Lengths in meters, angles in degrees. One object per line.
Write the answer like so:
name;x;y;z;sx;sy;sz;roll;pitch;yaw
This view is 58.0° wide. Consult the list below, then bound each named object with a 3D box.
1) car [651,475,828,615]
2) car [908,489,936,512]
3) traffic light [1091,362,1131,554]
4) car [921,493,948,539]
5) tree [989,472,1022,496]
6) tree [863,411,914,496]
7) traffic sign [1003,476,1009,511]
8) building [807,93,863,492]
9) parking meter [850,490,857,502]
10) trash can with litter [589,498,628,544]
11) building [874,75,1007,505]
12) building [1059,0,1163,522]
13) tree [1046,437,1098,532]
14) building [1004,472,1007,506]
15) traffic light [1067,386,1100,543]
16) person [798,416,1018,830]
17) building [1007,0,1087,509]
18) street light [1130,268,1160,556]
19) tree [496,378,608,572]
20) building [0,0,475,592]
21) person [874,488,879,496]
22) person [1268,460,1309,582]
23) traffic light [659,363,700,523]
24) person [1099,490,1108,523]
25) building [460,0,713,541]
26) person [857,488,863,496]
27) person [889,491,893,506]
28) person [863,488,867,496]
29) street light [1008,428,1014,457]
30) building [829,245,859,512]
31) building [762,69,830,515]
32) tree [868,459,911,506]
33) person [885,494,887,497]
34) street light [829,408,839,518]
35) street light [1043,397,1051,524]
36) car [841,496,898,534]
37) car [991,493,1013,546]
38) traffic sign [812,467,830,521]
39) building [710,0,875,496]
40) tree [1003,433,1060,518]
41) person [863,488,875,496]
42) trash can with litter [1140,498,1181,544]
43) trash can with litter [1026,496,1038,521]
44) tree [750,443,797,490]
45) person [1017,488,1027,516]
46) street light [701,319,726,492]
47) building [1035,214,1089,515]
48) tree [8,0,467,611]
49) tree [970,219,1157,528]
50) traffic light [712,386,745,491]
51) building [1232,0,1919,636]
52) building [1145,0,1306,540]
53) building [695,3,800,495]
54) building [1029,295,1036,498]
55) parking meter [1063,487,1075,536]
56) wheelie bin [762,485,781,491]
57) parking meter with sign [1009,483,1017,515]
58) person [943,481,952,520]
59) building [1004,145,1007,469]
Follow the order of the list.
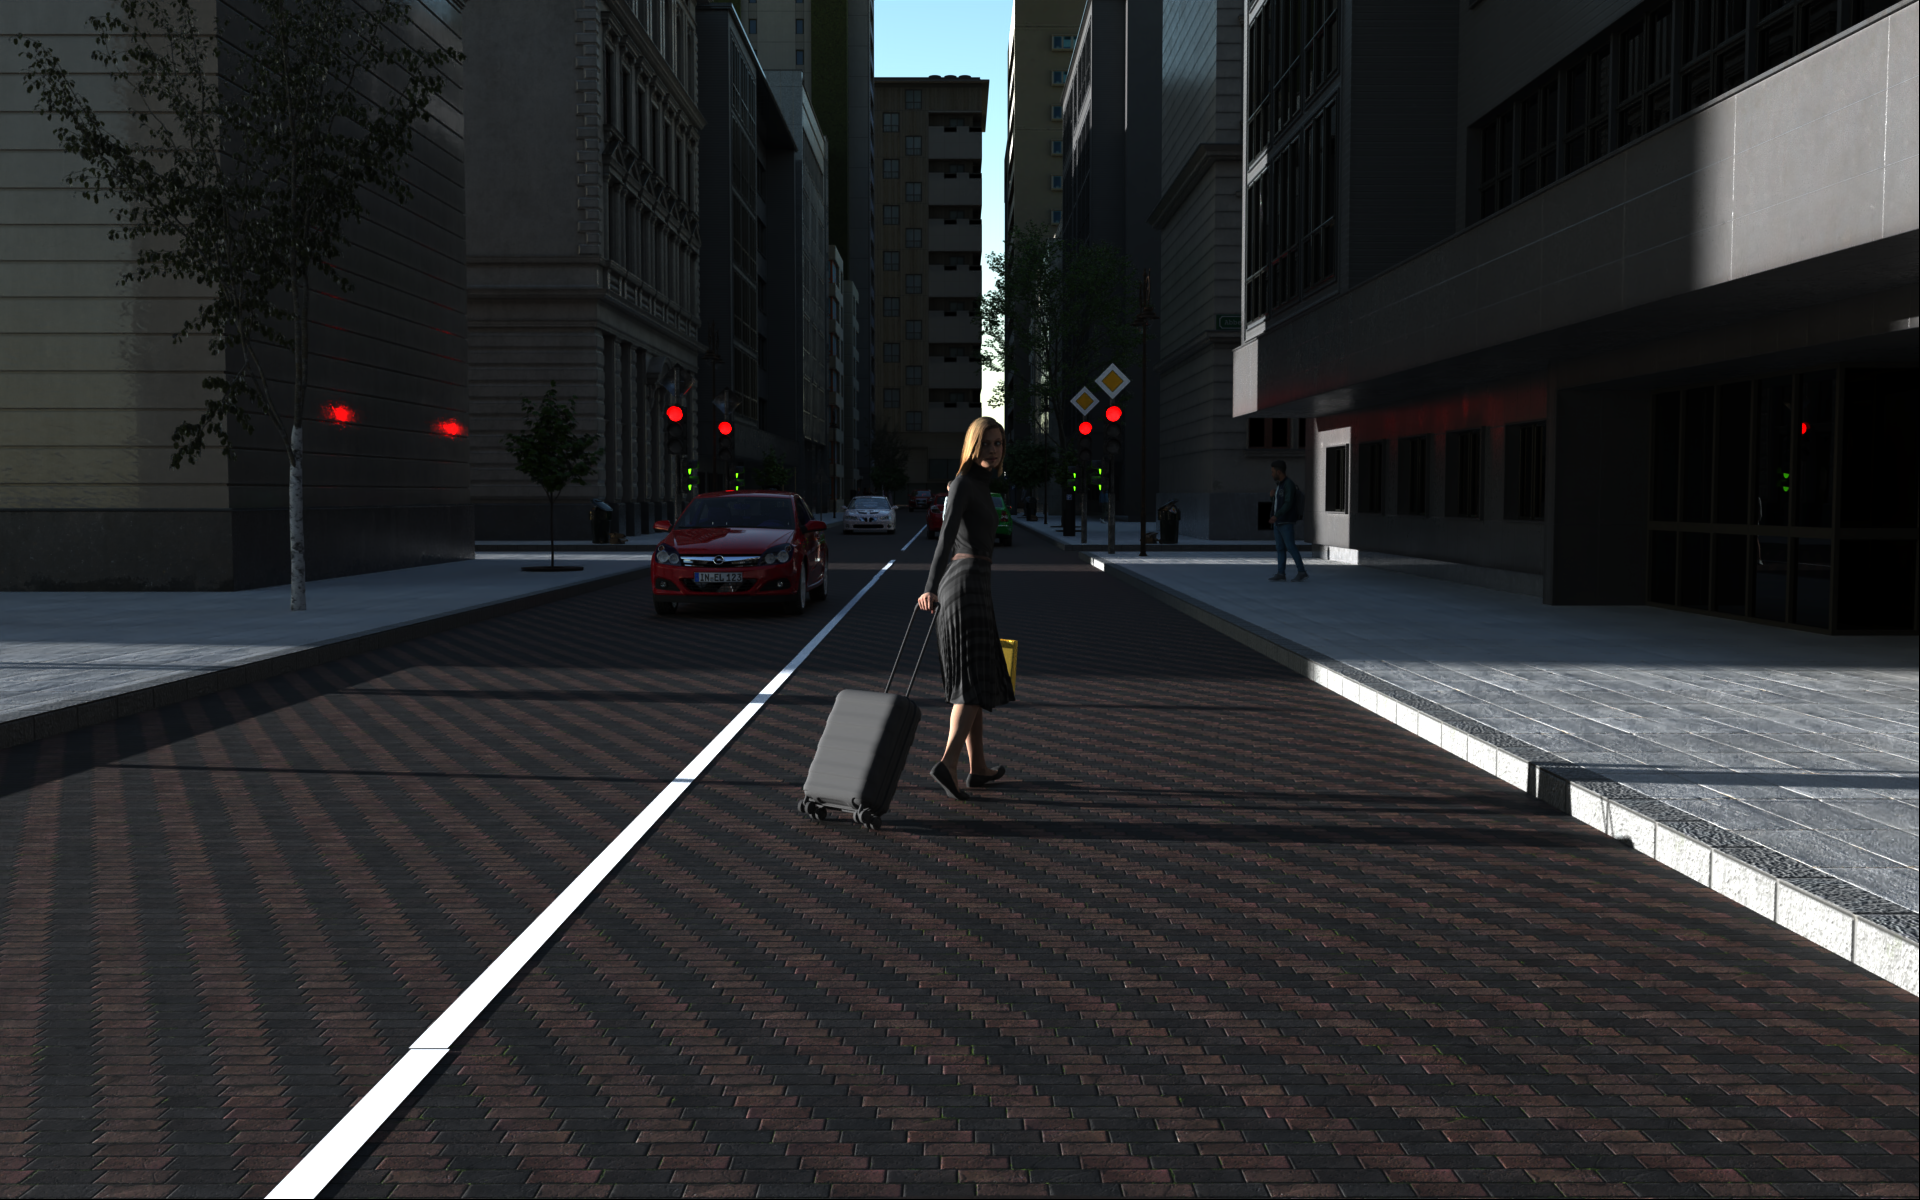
car;-2.716;-0.789;21.947;2.155;1.783;4.494;0;4;1
car;-3.086;-8.049;140.273;2.281;1.827;5.304;0;3;0
traffic light;3.239;-2.948;37.124;0.839;4.253;0.868;0;4;0
car;-0.185;-2.905;56.534;2.155;1.783;4.494;0;4;-2
tree;3.684;-8.961;141.112;1.663;3.219;1.824;0;3;0
tree;-6.730;-12.385;152.857;4.360;8.622;3.978;0;3;0
traffic sign;3.306;-7.222;118.187;0.768;2.556;0.104;1;4;9
building;-25.443;-28.668;160.607;32.217;40.220;23.993;0;4;0
parking meter;-6.185;-5.627;100.418;0.372;1.533;0.369;0;3;0
trash can with litter;-9.029;-2.032;44.616;1.055;1.170;0.624;2;4;23
building;-8.158;-38.518;219.007;27.495;52.752;28.713;0;4;0
building;12.986;-18.149;90.241;14.314;27.812;24.014;0;4;0
tree;3.902;-3.935;58.934;1.663;3.219;1.824;0;3;0
building;15.179;-45.539;182.809;20.563;71.187;20.611;0;4;0
traffic light;3.221;-3.437;45.109;0.839;4.253;0.868;0;4;0
person;-0.171;0.041;8.043;0.699;1.804;1.509;3;5;41
building;15.394;-32.950;162.435;21.300;48.544;21.600;0;4;0
street light;3.782;-3.842;35.603;0.468;5.910;1.993;0;4;0
tree;-6.715;-2.106;29.030;1.663;3.219;1.824;0;3;0
building;-21.669;-14.092;27.673;25.104;27.353;12.463;0;4;0
person;-6.554;-7.970;137.076;0.721;1.735;1.217;1;4;19
person;4.759;-1.164;25.428;0.721;1.781;0.623;-1;4;-17
traffic light;-6.022;-2.946;37.087;0.839;4.253;0.868;0;4;0
person;6.293;-4.235;75.632;0.444;1.785;0.601;-1;4;-13
building;-14.680;-13.898;56.113;11.050;23.489;19.941;0;4;0
person;-7.721;-7.698;132.461;0.990;1.755;0.434;0;4;7
person;-6.658;-9.812;167.136;0.621;1.740;0.551;-2;4;-34
person;-7.979;-8.582;146.328;0.705;1.831;1.348;-3;5;-40
street light;3.490;-8.961;119.307;0.468;5.910;1.993;0;4;0
building;-22.500;-17.722;134.788;27.650;21.520;28.899;0;4;0
building;-14.809;-17.659;106.753;12.078;24.808;19.932;0;4;0
tree;-6.977;-10.941;162.603;4.285;4.588;4.351;0;3;0
person;-8.338;-11.482;193.635;0.599;1.838;0.709;1;4;10
street light;-6.661;-7.274;91.709;0.468;5.910;1.993;0;4;0
street light;3.647;-6.167;73.619;0.468;5.910;1.993;0;4;0
car;-3.286;-3.107;63.157;2.083;1.381;4.827;0;4;-1
car;0.536;-2.464;49.080;1.959;1.807;4.718;0;4;-1
traffic sign;-6.558;-4.999;81.729;0.884;2.594;0.081;0;4;5
building;-23.212;-39.177;182.539;28.212;58.520;21.231;0;4;0
tree;3.708;-6.669;92.744;4.285;4.588;4.351;0;3;0
person;-6.815;-7.574;130.401;1.217;1.766;0.721;-1;4;-20
trash can with litter;5.144;-2.030;44.580;1.055;1.170;0.624;2;4;26
trash can with litter;3.466;-4.298;81.662;0.624;1.170;1.055;-1;4;-14
tree;-7.298;-4.390;66.375;1.663;3.219;1.824;0;3;0
person;3.685;-5.719;99.664;0.853;1.813;0.709;0;4;-7
street light;-6.527;-4.479;46.021;0.468;5.910;1.993;0;4;0
building;10.456;-15.700;111.448;10.420;20.320;16.860;0;4;0
tree;-7.541;-4.191;18.888;4.360;8.622;3.978;0;3;0
tree;3.932;-8.600;66.358;9.928;11.665;9.643;0;3;0
traffic light;-6.040;-3.434;45.072;0.839;4.253;0.868;0;4;0
building;12.550;-12.278;19.806;14.314;24.678;30.058;0;4;0
building;18.000;-16.264;53.309;23.554;28.519;14.401;0;4;0
building;-15.968;-16.022;81.027;14.314;24.678;30.058;0;4;0
building;19.917;-17.915;137.948;27.650;21.520;28.899;0;4;0
parking meter;3.324;-2.707;52.665;0.372;1.533;0.369;0;3;0
wheelie bin;-6.371;-3.103;58.647;0.980;1.594;0.693;1;4;10
parking meter with sign;3.259;-6.695;105.729;0.543;3.016;1.738;0;4;-7
person;-0.154;-1.559;34.990;0.512;1.701;0.522;-3;4;-37
building;12.705;-34.391;212.403;14.200;45.320;14.600;0;4;0
